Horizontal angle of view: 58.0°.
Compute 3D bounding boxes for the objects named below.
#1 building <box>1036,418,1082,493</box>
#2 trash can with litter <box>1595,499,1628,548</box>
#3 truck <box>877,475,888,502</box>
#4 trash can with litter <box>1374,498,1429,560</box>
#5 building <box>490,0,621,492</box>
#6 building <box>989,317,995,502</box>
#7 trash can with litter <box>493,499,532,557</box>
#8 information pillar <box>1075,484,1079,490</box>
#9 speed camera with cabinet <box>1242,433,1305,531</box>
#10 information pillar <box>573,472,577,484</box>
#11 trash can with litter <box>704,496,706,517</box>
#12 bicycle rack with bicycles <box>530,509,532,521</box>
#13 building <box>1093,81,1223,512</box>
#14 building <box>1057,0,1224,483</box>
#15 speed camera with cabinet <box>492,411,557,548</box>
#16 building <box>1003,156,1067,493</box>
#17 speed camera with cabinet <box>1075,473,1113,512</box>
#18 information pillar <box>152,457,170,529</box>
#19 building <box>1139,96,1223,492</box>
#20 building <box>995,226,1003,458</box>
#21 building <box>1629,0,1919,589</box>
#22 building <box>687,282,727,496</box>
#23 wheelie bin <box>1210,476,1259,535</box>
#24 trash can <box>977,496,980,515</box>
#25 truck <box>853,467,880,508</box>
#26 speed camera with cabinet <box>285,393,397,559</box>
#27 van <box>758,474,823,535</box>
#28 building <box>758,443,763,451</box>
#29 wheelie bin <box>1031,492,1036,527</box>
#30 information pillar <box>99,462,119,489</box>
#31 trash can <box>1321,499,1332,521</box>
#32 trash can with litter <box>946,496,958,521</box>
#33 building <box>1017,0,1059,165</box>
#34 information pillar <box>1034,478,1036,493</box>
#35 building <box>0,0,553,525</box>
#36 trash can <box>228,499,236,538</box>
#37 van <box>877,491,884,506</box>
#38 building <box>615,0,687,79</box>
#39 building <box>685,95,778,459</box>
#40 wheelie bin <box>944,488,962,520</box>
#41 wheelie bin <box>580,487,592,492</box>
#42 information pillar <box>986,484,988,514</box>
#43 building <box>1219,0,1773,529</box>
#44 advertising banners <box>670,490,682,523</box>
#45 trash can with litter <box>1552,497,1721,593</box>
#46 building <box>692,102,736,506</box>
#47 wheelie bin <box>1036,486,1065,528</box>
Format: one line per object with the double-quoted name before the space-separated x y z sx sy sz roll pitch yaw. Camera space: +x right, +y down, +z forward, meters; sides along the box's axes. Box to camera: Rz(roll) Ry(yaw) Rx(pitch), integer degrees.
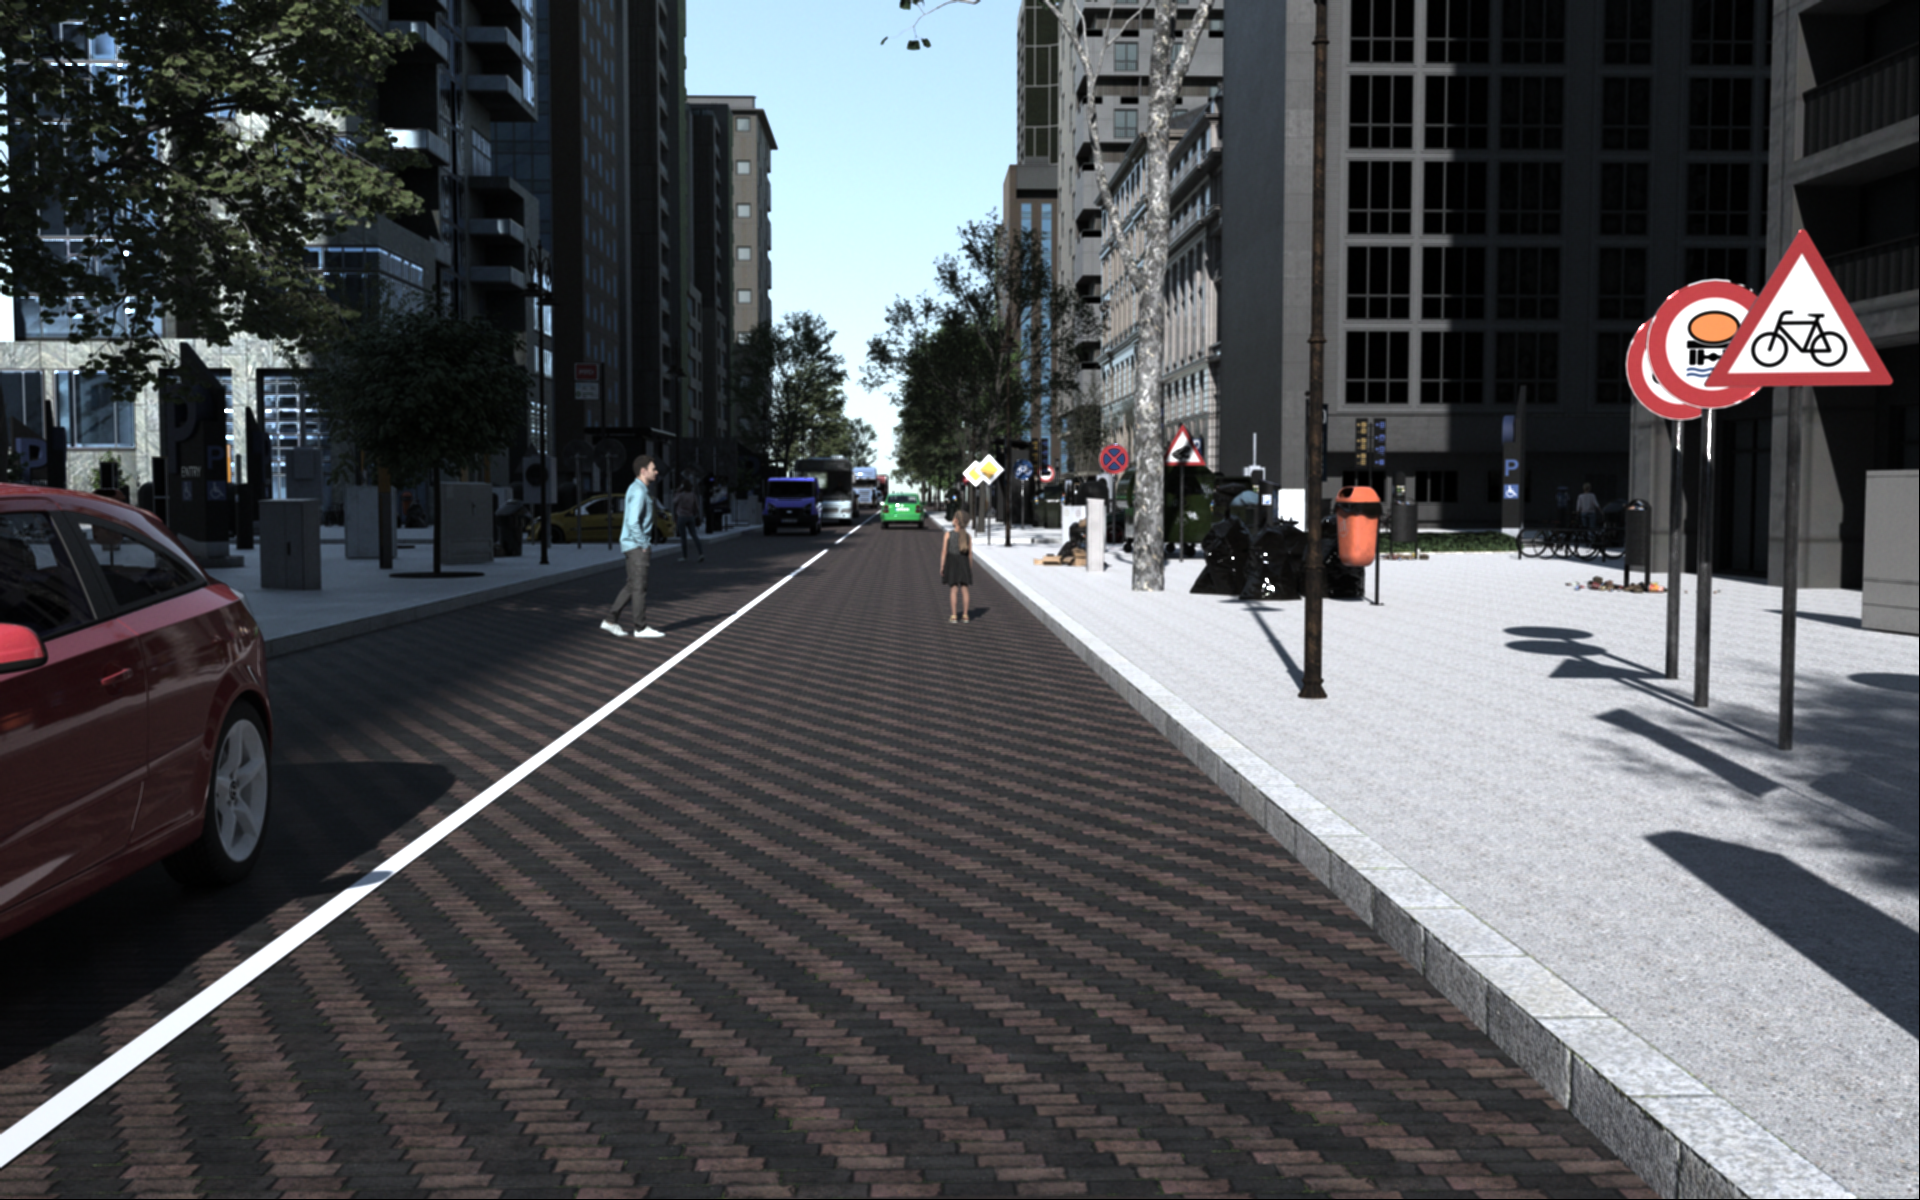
"building" 23.952 -29.841 179.789 32.217 40.220 23.993 0 4 -2
"trash can with litter" 15.629 -1.839 41.458 0.624 1.170 1.055 3 5 45
"truck" -11.808 -16.053 251.387 2.839 4.237 11.283 0 4 0
"trash can with litter" 8.357 -1.417 34.224 2.233 1.210 1.678 0 4 -2
"building" -31.202 -28.548 116.874 14.600 45.320 14.200 0 4 -2
"building" 11.578 -31.035 279.124 14.160 30.474 14.107 0 4 -2
"trash can with litter" -9.308 -1.472 35.449 0.624 1.170 1.055 1 4 22
"information pillar" 8.180 -7.099 120.567 0.304 2.012 0.304 2 4 26
"speed camera with cabinet" 10.233 -3.790 56.298 2.038 3.252 0.660 0 4 2
"information pillar" -19.836 -5.998 89.421 0.183 3.616 0.504 1 4 14
"trash can with litter" -14.364 -5.135 95.348 1.055 1.170 0.624 2 4 32
"bicycle rack with bicycles" -14.910 -2.942 61.484 2.925 0.926 2.852 1 4 10
"building" 16.310 -19.396 114.395 12.463 27.353 25.104 0 4 -2
"building" 23.164 -34.498 153.273 28.713 52.752 27.495 0 4 -2
"speed camera with cabinet" -10.648 -2.860 41.089 2.038 3.252 0.660 0 4 1
"building" 12.979 -35.450 229.713 14.600 45.320 14.200 0 4 -2
"speed camera with cabinet" 6.025 -5.123 78.102 2.038 3.252 0.660 3 5 41
"information pillar" -15.730 -1.820 34.244 0.304 2.012 0.304 0 4 5
"building" 17.538 -15.184 90.054 13.314 21.916 24.055 0 4 -2
"building" 12.222 -35.538 264.639 14.154 41.232 14.086 0 4 -2
"building" 21.683 -35.387 16.836 20.563 71.187 20.611 0 4 -2
"building" -36.244 -18.952 154.902 27.650 21.520 28.899 0 4 -2
"wheelie bin" 4.824 -1.378 30.435 0.980 1.594 0.693 2 4 25
"trash can" 0.915 -5.563 102.605 0.748 1.137 0.748 0 3 0
"truck" -9.753 -11.538 178.401 2.967 4.110 18.799 0 4 -3
"speed camera with cabinet" -12.242 -2.444 34.290 2.038 3.252 0.660 -1 4 -18
"van" -5.968 -3.518 61.896 2.240 2.365 5.245 0 4 -3
"building" -42.337 -34.713 259.431 32.217 40.220 23.993 0 4 -2
"wheelie bin" 3.096 -3.625 67.169 0.693 1.594 0.980 0 4 2
"information pillar" -19.355 -2.137 39.435 0.304 2.012 0.304 0 4 -7
"trash can" 11.480 -2.656 55.081 0.748 1.137 0.748 0 3 0
"trash can with litter" -0.139 -4.265 81.122 1.055 1.170 0.624 1 4 22
"building" 16.703 -49.430 246.427 20.563 71.187 20.611 0 4 -2
"information pillar" 3.238 -4.455 77.332 0.304 2.012 0.304 0 4 5
"building" -32.887 -47.237 85.003 22.319 86.520 31.000 0 4 -2
"trash can" -21.532 -2.395 50.819 0.748 1.137 0.748 0 3 0
"van" -10.366 -12.653 213.890 2.013 2.044 4.112 0 4 -2
"building" -28.706 -27.463 132.617 14.154 41.232 14.086 0 4 -2
"building" -39.584 -39.390 233.263 28.713 52.752 27.495 0 4 -2
"wheelie bin" -0.340 -4.740 85.406 0.693 1.594 0.980 -2 4 -34
"wheelie bin" -16.204 -3.995 73.224 0.980 1.594 0.693 1 4 11
"information pillar" 1.605 -7.043 106.504 0.183 3.616 0.504 1 4 15
"building" 23.491 -16.832 68.718 24.014 27.812 14.314 0 4 -2
"advertising banners" -11.308 -4.470 69.275 2.074 3.025 0.090 2 4 35
"trash can with litter" 8.997 -0.748 23.292 1.678 1.210 2.233 -1 4 -9
"building" -30.645 -30.123 176.112 14.154 41.232 14.086 0 4 -2
"wheelie bin" 3.438 -3.479 64.783 0.980 1.594 0.693 0 4 3
